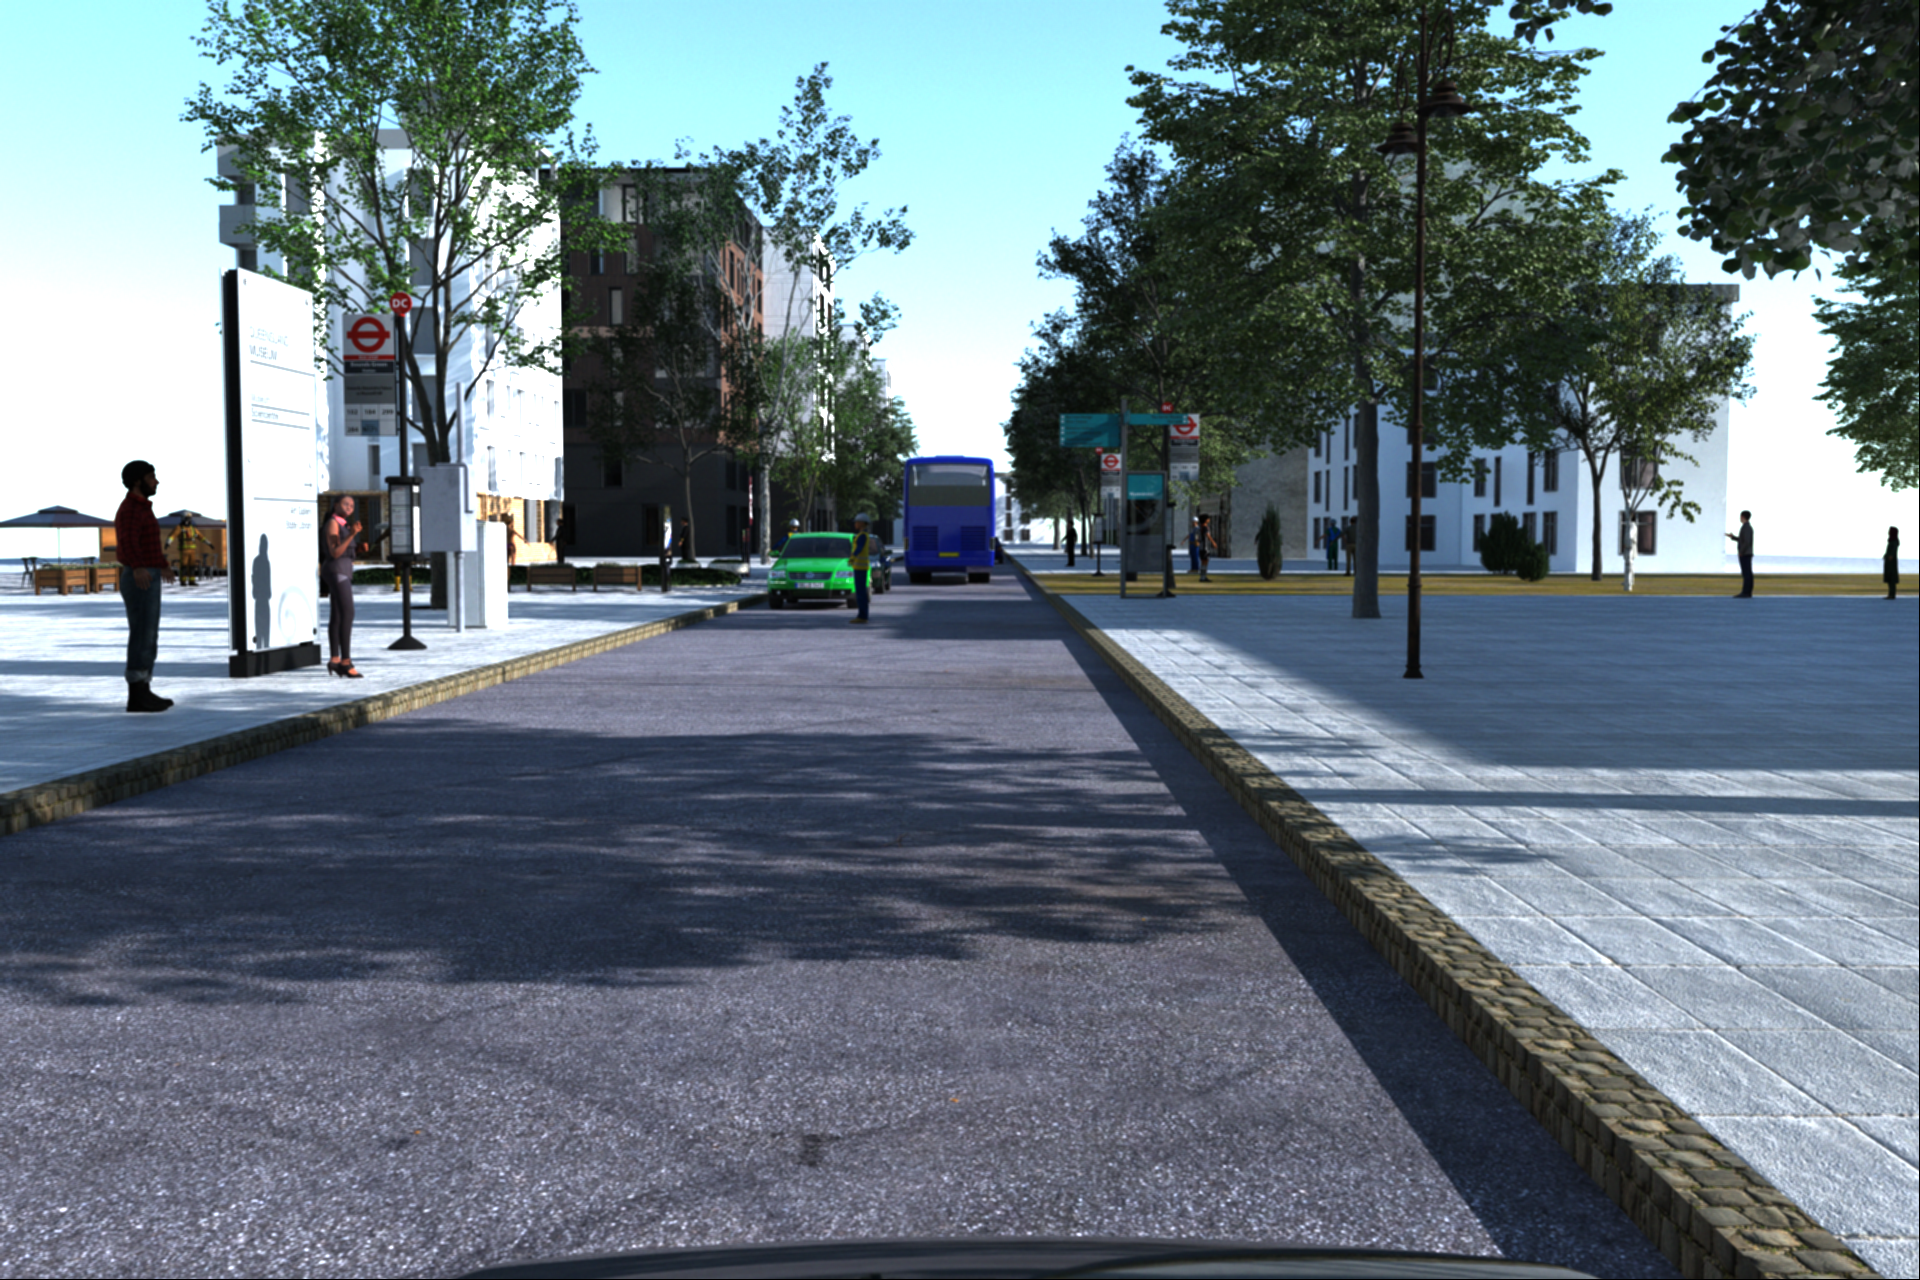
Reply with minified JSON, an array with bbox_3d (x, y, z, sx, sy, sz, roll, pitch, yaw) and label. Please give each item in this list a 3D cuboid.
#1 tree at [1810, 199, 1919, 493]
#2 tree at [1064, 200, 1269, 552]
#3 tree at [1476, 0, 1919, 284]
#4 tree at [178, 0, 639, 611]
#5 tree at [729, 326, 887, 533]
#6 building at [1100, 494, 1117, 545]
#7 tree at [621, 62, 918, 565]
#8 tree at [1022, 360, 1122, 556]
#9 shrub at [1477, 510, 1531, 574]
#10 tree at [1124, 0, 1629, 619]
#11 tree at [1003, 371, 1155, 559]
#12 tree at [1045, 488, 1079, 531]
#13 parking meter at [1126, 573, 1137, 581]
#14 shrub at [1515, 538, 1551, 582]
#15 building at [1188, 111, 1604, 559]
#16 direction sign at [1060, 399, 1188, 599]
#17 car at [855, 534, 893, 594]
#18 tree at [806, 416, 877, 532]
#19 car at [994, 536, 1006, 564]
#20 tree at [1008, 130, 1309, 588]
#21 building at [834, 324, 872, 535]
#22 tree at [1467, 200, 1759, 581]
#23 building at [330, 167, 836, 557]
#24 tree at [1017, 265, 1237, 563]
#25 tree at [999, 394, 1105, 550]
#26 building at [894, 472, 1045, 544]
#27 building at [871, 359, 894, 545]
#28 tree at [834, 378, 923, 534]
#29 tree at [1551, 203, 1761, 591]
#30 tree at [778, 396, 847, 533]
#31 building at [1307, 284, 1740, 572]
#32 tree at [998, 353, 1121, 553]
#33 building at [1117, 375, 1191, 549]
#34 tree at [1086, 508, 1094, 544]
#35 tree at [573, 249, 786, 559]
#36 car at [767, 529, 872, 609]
[{"bbox_3d":[29.032,-8.164,51.609,7.486,12.596,7.792,0,3,0],"label":"tree"},{"bbox_3d":[7.284,-8.661,59.733,7.486,12.596,7.792,0,3,0],"label":"tree"},{"bbox_3d":[5.674,-6.159,7.360,9.857,13.997,8.962,0,3,0],"label":"tree"},{"bbox_3d":[-8.975,-6.340,29.413,9.928,11.665,9.643,0,3,0],"label":"tree"},{"bbox_3d":[-7.623,-9.767,85.445,9.928,11.665,9.643,0,3,0],"label":"tree"},{"bbox_3d":[25.988,-20.794,206.443,16.747,18.905,31.486,0,4,1],"label":"building"},{"bbox_3d":[-7.804,-13.156,70.982,12.611,20.169,13.585,0,3,0],"label":"tree"},{"bbox_3d":[7.111,-10.727,101.135,9.928,11.665,9.643,0,3,0],"label":"tree"},{"bbox_3d":[17.412,-3.143,55.433,1.661,2.075,1.752,0,3,0],"label":"shrub"},{"bbox_3d":[5.874,-6.624,26.423,7.486,12.596,7.792,0,3,0],"label":"tree"},{"bbox_3d":[6.721,-9.524,90.124,8.767,10.594,7.601,-2,4,-32],"label":"tree"},{"bbox_3d":[8.040,-10.878,128.214,4.360,8.622,3.978,0,3,0],"label":"tree"},{"bbox_3d":[4.631,-2.362,47.028,0.372,1.533,0.369,0,3,0],"label":"parking meter"},{"bbox_3d":[15.394,-2.167,46.544,1.383,1.207,1.383,0,3,0],"label":"shrub"},{"bbox_3d":[23.333,-16.323,97.814,19.493,23.208,18.063,0,4,1],"label":"building"},{"bbox_3d":[3.230,-2.751,33.741,2.525,3.948,1.411,0,4,1],"label":"direction sign"},{"bbox_3d":[-2.636,-2.016,42.751,2.009,1.686,4.222,0,4,1],"label":"car"},{"bbox_3d":[-7.176,-9.399,104.033,4.737,8.622,4.395,0,3,0],"label":"tree"},{"bbox_3d":[1.280,-4.439,85.157,1.945,1.354,3.894,0,4,1],"label":"car"},{"bbox_3d":[4.629,-6.505,40.776,7.601,10.594,8.767,0,4,2],"label":"tree"},{"bbox_3d":[-23.390,-19.743,166.765,27.936,21.610,32.646,0,4,1],"label":"building"},{"bbox_3d":[17.787,-6.924,47.619,8.767,10.594,7.601,3,5,41],"label":"tree"},{"bbox_3d":[-23.646,-16.480,113.416,27.936,21.610,32.646,0,4,2],"label":"building"},{"bbox_3d":[7.761,-10.217,77.413,12.009,13.543,11.850,0,3,0],"label":"tree"},{"bbox_3d":[7.775,-14.210,138.980,9.857,13.997,8.962,0,3,0],"label":"tree"},{"bbox_3d":[-2.472,-17.494,230.632,28.070,9.664,9.099,0,4,-8],"label":"building"},{"bbox_3d":[-22.448,-21.792,200.278,27.936,21.610,32.646,0,4,1],"label":"building"},{"bbox_3d":[-7.564,-14.221,139.161,9.857,13.997,8.962,0,3,0],"label":"tree"},{"bbox_3d":[15.210,-5.407,38.772,4.737,8.622,4.395,0,3,0],"label":"tree"},{"bbox_3d":[-8.111,-8.733,93.139,4.737,8.622,4.395,0,3,0],"label":"tree"},{"bbox_3d":[21.641,-7.960,72.294,9.099,9.664,28.070,0,4,0],"label":"building"},{"bbox_3d":[7.406,-12.853,116.796,9.857,13.997,8.962,0,3,0],"label":"tree"},{"bbox_3d":[24.450,-20.102,159.593,19.493,23.208,18.063,0,4,1],"label":"building"},{"bbox_3d":[17.500,-18.582,229.572,9.928,11.665,9.643,0,3,0],"label":"tree"},{"bbox_3d":[-9.238,-7.527,57.474,7.601,10.594,8.767,0,4,-1],"label":"tree"},{"bbox_3d":[-2.763,-1.582,34.661,1.959,1.807,4.718,0,4,1],"label":"car"}]
